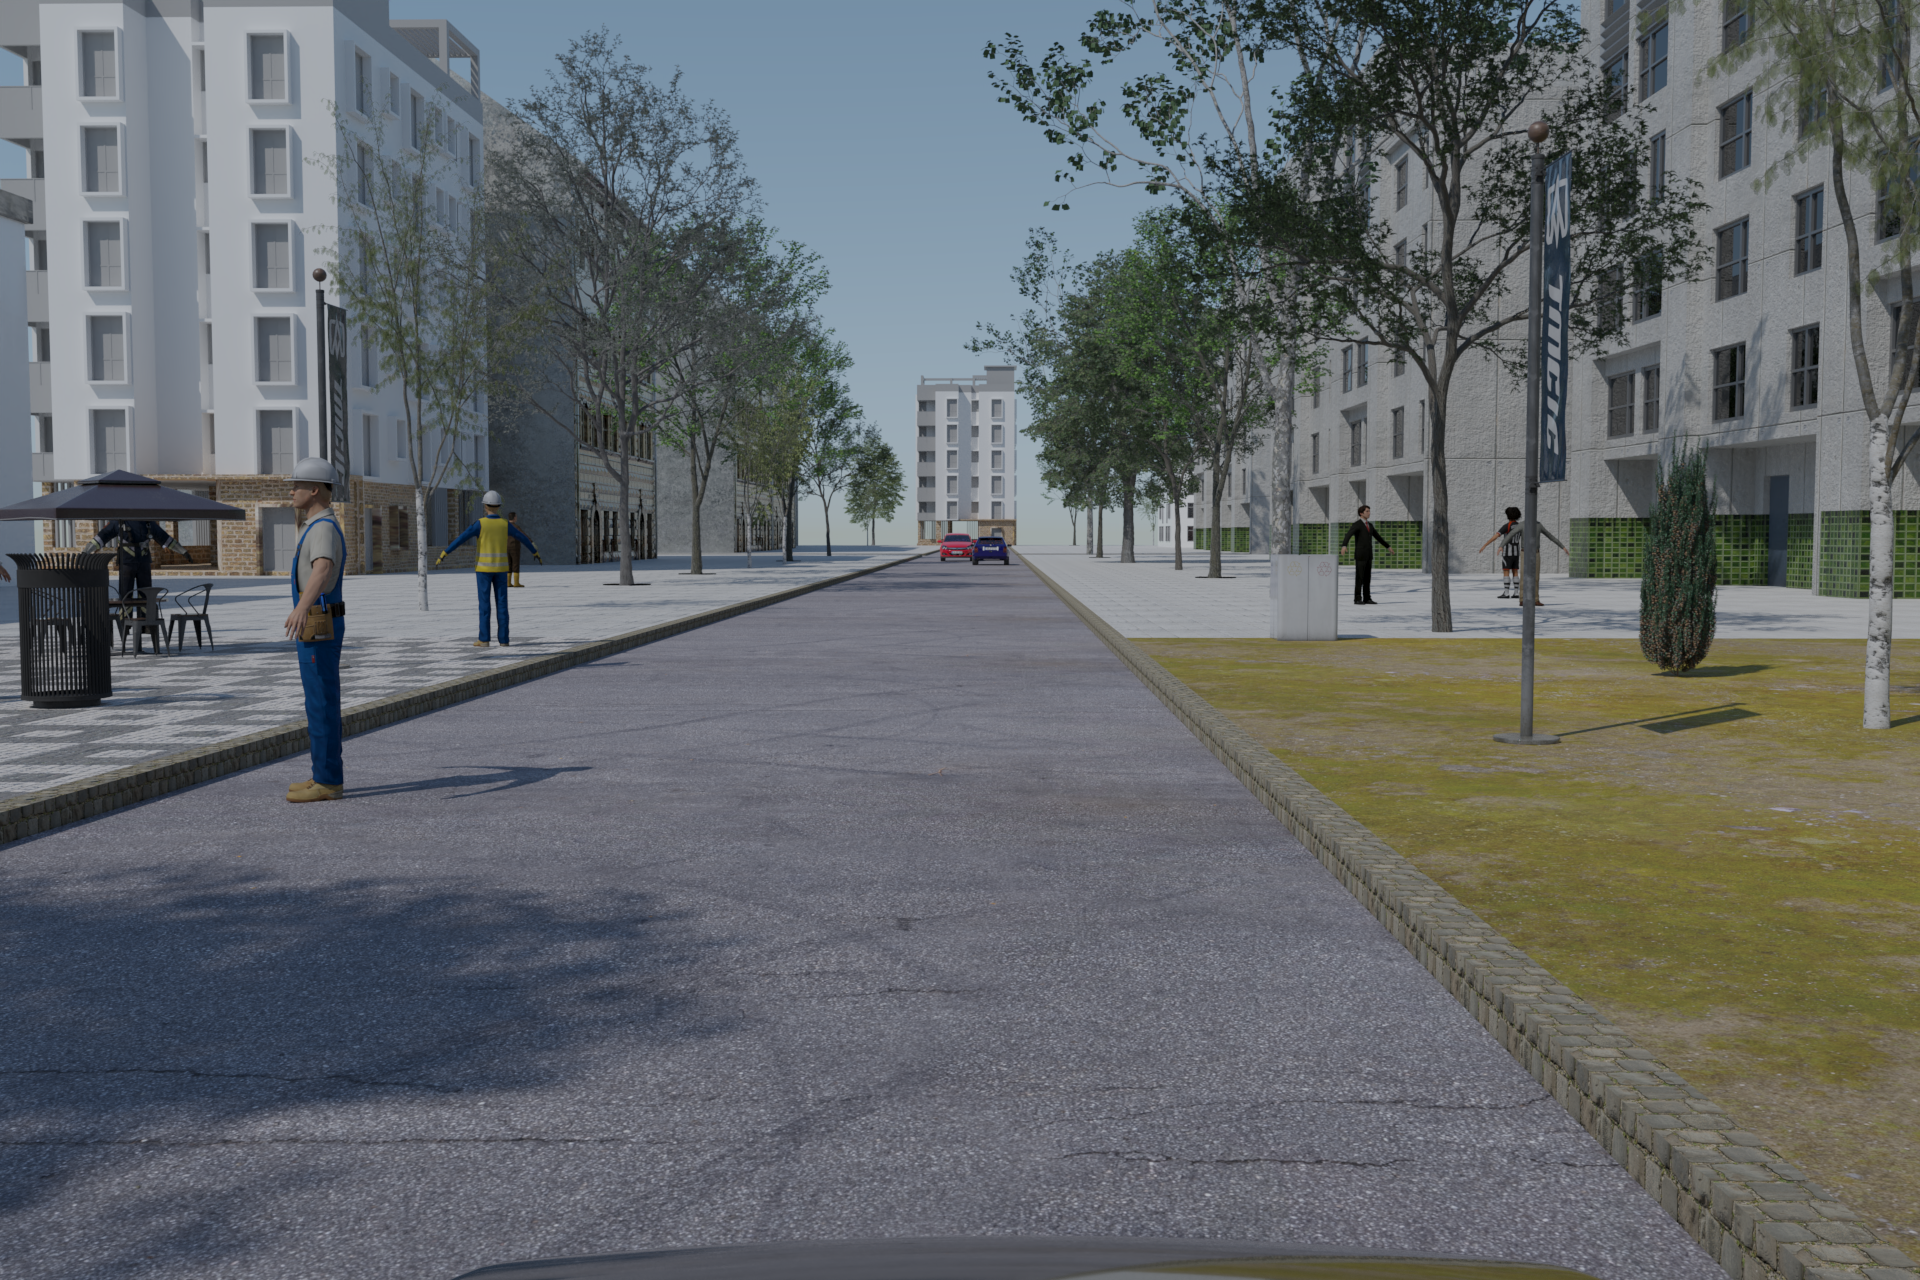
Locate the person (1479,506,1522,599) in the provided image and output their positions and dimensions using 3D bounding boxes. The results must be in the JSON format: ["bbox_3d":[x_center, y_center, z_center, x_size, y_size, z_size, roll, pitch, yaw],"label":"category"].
[{"bbox_3d":[10.928,-1.728,34.393,1.345,1.843,0.704,-1,4,-21],"label":"person"}]

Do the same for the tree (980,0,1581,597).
[{"bbox_3d":[6.819,-11.005,35.828,12.611,20.169,13.585,0,3,0],"label":"tree"}]

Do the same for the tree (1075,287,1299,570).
[{"bbox_3d":[7.904,-7.779,61.593,8.767,10.594,7.601,1,4,17],"label":"tree"}]

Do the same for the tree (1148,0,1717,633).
[{"bbox_3d":[5.973,-5.377,22.321,7.601,10.594,8.767,-1,4,-11],"label":"tree"}]

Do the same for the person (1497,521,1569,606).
[{"bbox_3d":[10.148,-1.499,30.775,1.348,1.796,0.705,0,4,-8],"label":"person"}]

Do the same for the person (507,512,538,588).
[{"bbox_3d":[-10.704,-2.166,41.552,1.346,1.812,0.704,2,4,28],"label":"person"}]

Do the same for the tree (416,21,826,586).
[{"bbox_3d":[-8.449,-8.097,42.755,12.009,13.543,11.850,0,3,0],"label":"tree"}]

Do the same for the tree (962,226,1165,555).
[{"bbox_3d":[7.036,-15.389,107.497,12.611,20.169,13.585,0,3,0],"label":"tree"}]

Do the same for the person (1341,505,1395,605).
[{"bbox_3d":[7.366,-1.548,31.499,1.347,1.806,0.705,-2,4,-35],"label":"person"}]

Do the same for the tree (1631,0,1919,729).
[{"bbox_3d":[6.100,-3.736,11.441,4.360,8.622,3.978,0,3,0],"label":"tree"}]

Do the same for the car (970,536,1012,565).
[{"bbox_3d":[1.449,-4.175,80.835,1.945,1.354,3.894,0,4,2],"label":"car"}]

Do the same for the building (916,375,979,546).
[{"bbox_3d":[-4.712,-20.822,199.311,11.380,20.090,16.016,0,4,7],"label":"building"}]

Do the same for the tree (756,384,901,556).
[{"bbox_3d":[-7.649,-10.182,100.881,8.767,10.594,7.601,-1,4,-9],"label":"tree"}]

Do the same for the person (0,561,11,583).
[{"bbox_3d":[-7.816,-0.427,13.160,0.705,1.806,1.347,1,4,14],"label":"person"}]

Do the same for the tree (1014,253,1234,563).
[{"bbox_3d":[7.333,-10.380,76.369,9.857,13.997,8.962,0,3,0],"label":"tree"}]

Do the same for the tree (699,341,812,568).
[{"bbox_3d":[-8.099,-6.978,64.450,4.360,8.622,3.978,0,3,0],"label":"tree"}]

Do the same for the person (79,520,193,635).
[{"bbox_3d":[-10.527,-0.998,22.101,1.354,1.856,0.705,-3,4,-37],"label":"person"}]

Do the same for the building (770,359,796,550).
[{"bbox_3d":[-24.055,-19.252,145.700,19.493,23.208,18.063,0,4,0],"label":"building"}]

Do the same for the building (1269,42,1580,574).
[{"bbox_3d":[23.709,-12.516,71.088,16.747,18.905,31.486,0,4,1],"label":"building"}]

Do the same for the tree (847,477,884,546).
[{"bbox_3d":[-10.069,-14.834,192.896,4.360,8.622,3.978,0,3,0],"label":"tree"}]

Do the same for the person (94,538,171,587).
[{"bbox_3d":[-14.591,-1.457,30.548,1.216,1.740,0.721,-2,4,-25],"label":"person"}]

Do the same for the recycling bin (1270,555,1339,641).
[{"bbox_3d":[4.187,-0.523,21.101,0.722,1.027,0.722,0,4,2],"label":"recycling bin"}]

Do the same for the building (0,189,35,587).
[{"bbox_3d":[-24.217,-5.359,29.765,9.099,9.664,28.070,0,4,1],"label":"building"}]

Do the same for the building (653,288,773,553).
[{"bbox_3d":[-24.120,-18.012,125.425,19.493,23.208,18.063,0,4,2],"label":"building"}]

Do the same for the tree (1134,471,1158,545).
[{"bbox_3d":[22.031,-14.958,194.933,4.360,8.622,3.978,0,3,0],"label":"tree"}]

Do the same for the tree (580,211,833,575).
[{"bbox_3d":[-8.188,-7.878,54.567,9.928,11.665,9.643,0,3,0],"label":"tree"}]

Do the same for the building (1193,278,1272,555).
[{"bbox_3d":[27.625,-16.019,128.374,16.747,18.905,31.486,0,4,1],"label":"building"}]

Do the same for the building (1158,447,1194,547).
[{"bbox_3d":[24.829,-13.709,166.284,9.099,9.664,28.070,0,4,1],"label":"building"}]

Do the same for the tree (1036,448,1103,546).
[{"bbox_3d":[12.569,-16.281,191.945,9.928,11.665,9.643,0,3,0],"label":"tree"}]

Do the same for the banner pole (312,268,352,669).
[{"bbox_3d":[-6.019,-1.629,16.645,0.401,3.779,0.863,0,4,2],"label":"banner pole"}]

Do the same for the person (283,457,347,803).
[{"bbox_3d":[-3.507,-0.066,9.396,0.705,1.847,1.347,-1,4,-19],"label":"person"}]

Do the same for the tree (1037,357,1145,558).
[{"bbox_3d":[7.662,-10.208,92.660,9.928,11.665,9.643,0,3,0],"label":"tree"}]

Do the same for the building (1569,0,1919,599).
[{"bbox_3d":[26.127,-10.312,35.062,16.747,18.905,31.486,0,4,1],"label":"building"}]

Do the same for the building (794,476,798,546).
[{"bbox_3d":[-26.129,-18.689,172.021,16.747,18.905,31.486,0,4,1],"label":"building"}]

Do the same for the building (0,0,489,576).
[{"bbox_3d":[-23.553,-12.119,54.559,16.016,20.090,11.380,0,4,0],"label":"building"}]

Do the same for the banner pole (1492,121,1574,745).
[{"bbox_3d":[3.504,-1.246,10.384,0.401,3.779,0.863,0,4,1],"label":"banner pole"}]

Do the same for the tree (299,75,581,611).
[{"bbox_3d":[-9.152,-4.793,28.730,4.360,8.622,3.978,0,3,0],"label":"tree"}]

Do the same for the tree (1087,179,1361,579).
[{"bbox_3d":[7.583,-7.596,49.955,9.928,11.665,9.643,0,3,0],"label":"tree"}]

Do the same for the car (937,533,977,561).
[{"bbox_3d":[-0.131,-5.079,92.085,2.155,1.783,4.494,0,4,1],"label":"car"}]

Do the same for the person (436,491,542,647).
[{"bbox_3d":[-5.366,-0.816,19.805,1.216,1.772,0.721,-2,4,-31],"label":"person"}]

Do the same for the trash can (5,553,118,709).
[{"bbox_3d":[-6.670,-0.077,12.908,0.748,1.137,0.748,0,3,0],"label":"trash can"}]

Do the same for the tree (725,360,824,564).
[{"bbox_3d":[-7.599,-7.528,73.442,4.737,8.622,4.395,0,3,0],"label":"tree"}]

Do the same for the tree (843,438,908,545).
[{"bbox_3d":[-9.598,-17.239,199.988,7.486,12.596,7.792,0,3,0],"label":"tree"}]

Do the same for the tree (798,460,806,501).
[{"bbox_3d":[-21.260,-16.551,196.366,9.928,11.665,9.643,0,3,0],"label":"tree"}]

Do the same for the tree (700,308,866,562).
[{"bbox_3d":[-8.112,-9.476,80.696,9.928,11.665,9.643,0,3,0],"label":"tree"}]

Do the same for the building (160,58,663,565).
[{"bbox_3d":[-25.013,-15.241,80.112,19.493,23.208,18.063,0,4,0],"label":"building"}]
